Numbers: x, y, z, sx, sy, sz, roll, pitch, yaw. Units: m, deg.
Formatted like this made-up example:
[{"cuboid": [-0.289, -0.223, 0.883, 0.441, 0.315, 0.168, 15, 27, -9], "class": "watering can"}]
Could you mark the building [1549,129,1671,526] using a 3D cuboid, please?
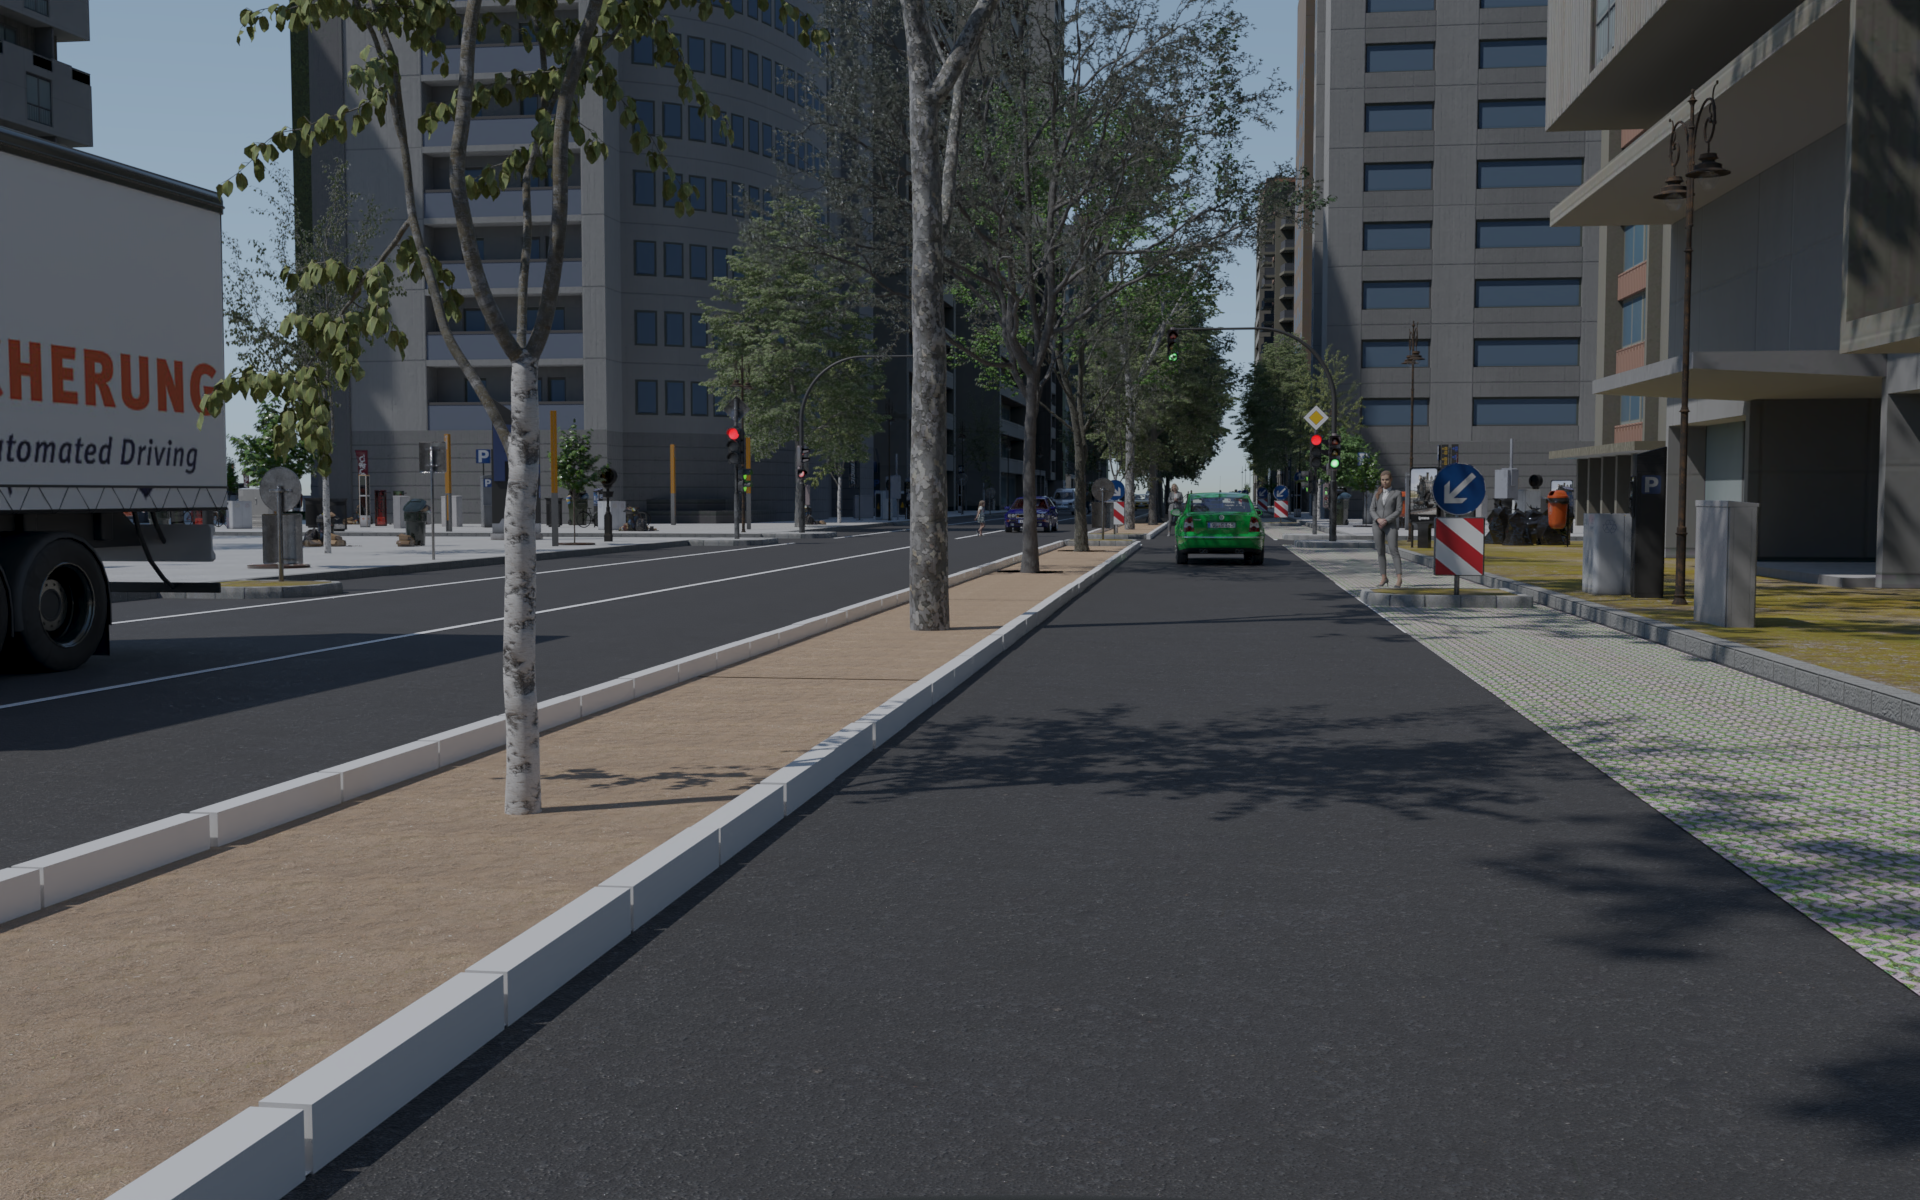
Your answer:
[{"cuboid": [37.680, -25.006, 63.479, 28.867, 44.769, 22.147, 1, 4, 8], "class": "building"}]

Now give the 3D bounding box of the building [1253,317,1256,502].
[{"cuboid": [54.274, -30.996, 278.477, 14.160, 30.474, 14.107, 1, 4, 8], "class": "building"}]

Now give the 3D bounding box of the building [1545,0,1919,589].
[{"cuboid": [23.331, -26.315, 19.491, 28.713, 52.752, 27.495, 1, 4, 8], "class": "building"}]

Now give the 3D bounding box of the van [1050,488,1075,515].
[{"cuboid": [7.258, -6.900, 119.819, 2.013, 2.044, 4.112, 1, 4, 9], "class": "van"}]

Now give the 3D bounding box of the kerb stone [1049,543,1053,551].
[{"cuboid": [2.134, -1.273, 43.004, 0.120, 0.150, 1.000, 1, 4, 8], "class": "kerb stone"}]

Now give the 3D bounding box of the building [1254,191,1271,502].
[{"cuboid": [55.261, -38.868, 259.190, 21.300, 48.544, 21.600, 1, 4, 8], "class": "building"}]

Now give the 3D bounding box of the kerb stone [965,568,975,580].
[{"cuboid": [0.083, -0.404, 28.796, 0.120, 0.150, 1.000, 1, 4, 8], "class": "kerb stone"}]

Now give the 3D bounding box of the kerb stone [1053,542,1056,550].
[{"cuboid": [2.282, -1.334, 44.016, 0.120, 0.150, 1.000, 1, 4, 8], "class": "kerb stone"}]

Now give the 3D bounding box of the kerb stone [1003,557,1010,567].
[{"cuboid": [0.821, -0.714, 33.872, 0.120, 0.150, 1.000, 1, 4, 8], "class": "kerb stone"}]

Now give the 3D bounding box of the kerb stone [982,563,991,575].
[{"cuboid": [0.384, -0.527, 30.828, 0.120, 0.150, 1.000, 1, 4, 8], "class": "kerb stone"}]

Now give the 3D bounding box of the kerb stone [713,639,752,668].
[{"cuboid": [-1.962, 0.466, 14.587, 0.120, 0.150, 1.000, 1, 4, 8], "class": "kerb stone"}]

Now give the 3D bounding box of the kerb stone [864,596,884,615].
[{"cuboid": [-1.091, 0.093, 20.672, 0.120, 0.150, 1.000, 1, 4, 8], "class": "kerb stone"}]

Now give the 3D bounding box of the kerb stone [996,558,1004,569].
[{"cuboid": [0.674, -0.647, 32.861, 0.120, 0.150, 1.000, 1, 4, 8], "class": "kerb stone"}]

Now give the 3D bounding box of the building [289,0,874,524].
[{"cuboid": [-17.370, -33.277, 86.082, 21.231, 58.520, 28.212, 1, 4, 8], "class": "building"}]

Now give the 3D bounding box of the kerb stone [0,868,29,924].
[{"cuboid": [-3.280, 1.025, 5.444, 0.120, 0.150, 1.000, 1, 4, 8], "class": "kerb stone"}]

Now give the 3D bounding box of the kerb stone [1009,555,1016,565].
[{"cuboid": [0.956, -0.776, 34.885, 0.120, 0.150, 1.000, 1, 4, 8], "class": "kerb stone"}]

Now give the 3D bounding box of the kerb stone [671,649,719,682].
[{"cuboid": [-2.108, 0.527, 13.575, 0.120, 0.150, 1.000, 1, 4, 8], "class": "kerb stone"}]

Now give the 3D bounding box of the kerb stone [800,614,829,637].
[{"cuboid": [-1.529, 0.283, 17.624, 0.120, 0.150, 1.000, 1, 4, 8], "class": "kerb stone"}]

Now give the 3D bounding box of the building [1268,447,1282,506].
[{"cuboid": [45.077, -53.317, 184.408, 22.319, 86.520, 31.000, 1, 4, 8], "class": "building"}]

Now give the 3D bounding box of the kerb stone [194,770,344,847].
[{"cuboid": [-2.979, 0.900, 7.482, 0.120, 0.150, 1.000, 1, 4, 8], "class": "kerb stone"}]

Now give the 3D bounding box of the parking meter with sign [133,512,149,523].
[{"cuboid": [-35.968, -4.929, 76.845, 0.543, 3.016, 1.738, 1, 4, 16], "class": "parking meter with sign"}]

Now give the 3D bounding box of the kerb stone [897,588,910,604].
[{"cuboid": [-0.789, -0.031, 22.701, 0.120, 0.150, 1.000, 1, 4, 8], "class": "kerb stone"}]

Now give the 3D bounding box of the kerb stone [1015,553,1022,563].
[{"cuboid": [1.111, -0.839, 35.905, 0.120, 0.150, 1.000, 1, 4, 8], "class": "kerb stone"}]

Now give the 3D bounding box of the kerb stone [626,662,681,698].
[{"cuboid": [-2.254, 0.589, 12.564, 0.120, 0.150, 1.000, 1, 4, 8], "class": "kerb stone"}]

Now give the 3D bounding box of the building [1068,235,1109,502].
[{"cuboid": [15.572, -35.716, 267.558, 14.154, 41.232, 14.086, 1, 4, 8], "class": "building"}]

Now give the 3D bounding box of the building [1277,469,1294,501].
[{"cuboid": [40.300, -44.095, 159.197, 20.563, 71.187, 20.611, 1, 4, 8], "class": "building"}]

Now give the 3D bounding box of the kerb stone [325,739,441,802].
[{"cuboid": [-2.837, 0.839, 8.503, 0.120, 0.150, 1.000, 1, 4, 8], "class": "kerb stone"}]

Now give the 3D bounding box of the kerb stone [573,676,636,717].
[{"cuboid": [-2.400, 0.654, 11.550, 0.120, 0.150, 1.000, 1, 4, 8], "class": "kerb stone"}]

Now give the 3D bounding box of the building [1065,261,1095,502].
[{"cuboid": [2.922, -34.127, 249.865, 32.217, 40.220, 23.993, 1, 4, 8], "class": "building"}]

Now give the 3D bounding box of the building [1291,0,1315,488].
[{"cuboid": [34.993, -30.145, 142.975, 14.600, 45.320, 14.200, 1, 4, 8], "class": "building"}]

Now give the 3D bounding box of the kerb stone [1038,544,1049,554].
[{"cuboid": [1.989, -1.210, 41.979, 0.120, 0.150, 1.000, 1, 4, 8], "class": "kerb stone"}]

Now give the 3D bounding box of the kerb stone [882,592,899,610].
[{"cuboid": [-0.939, 0.031, 21.690, 0.120, 0.150, 1.000, 1, 4, 8], "class": "kerb stone"}]

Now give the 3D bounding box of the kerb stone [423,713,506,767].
[{"cuboid": [-2.696, 0.776, 9.515, 0.120, 0.150, 1.000, 1, 4, 8], "class": "kerb stone"}]

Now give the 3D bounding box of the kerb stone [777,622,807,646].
[{"cuboid": [-1.669, 0.348, 16.611, 0.120, 0.150, 1.000, 1, 4, 8], "class": "kerb stone"}]

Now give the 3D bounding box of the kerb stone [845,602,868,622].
[{"cuboid": [-1.235, 0.155, 19.655, 0.120, 0.150, 1.000, 1, 4, 8], "class": "kerb stone"}]

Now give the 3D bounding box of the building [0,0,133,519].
[{"cuboid": [-57.521, -29.882, 77.806, 27.495, 52.752, 28.713, 1, 4, 8], "class": "building"}]

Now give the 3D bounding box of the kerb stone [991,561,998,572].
[{"cuboid": [0.527, -0.590, 31.849, 0.120, 0.150, 1.000, 1, 4, 8], "class": "kerb stone"}]

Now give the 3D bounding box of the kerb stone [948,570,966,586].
[{"cuboid": [-0.066, -0.337, 27.776, 0.120, 0.150, 1.000, 1, 4, 8], "class": "kerb stone"}]

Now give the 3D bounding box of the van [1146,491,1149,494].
[{"cuboid": [22.675, -12.116, 205.102, 2.013, 2.044, 4.112, 0, 4, 7], "class": "van"}]

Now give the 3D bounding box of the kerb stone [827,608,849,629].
[{"cuboid": [-1.383, 0.224, 18.637, 0.120, 0.150, 1.000, 1, 4, 8], "class": "kerb stone"}]

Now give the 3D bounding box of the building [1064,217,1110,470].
[{"cuboid": [16.906, -38.617, 281.504, 14.600, 45.320, 14.200, 1, 4, 8], "class": "building"}]

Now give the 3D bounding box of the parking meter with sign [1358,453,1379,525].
[{"cuboid": [17.452, -4.719, 73.412, 0.543, 3.016, 1.738, 3, 4, 37], "class": "parking meter with sign"}]

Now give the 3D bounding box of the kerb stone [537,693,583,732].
[{"cuboid": [-2.547, 0.714, 10.537, 0.120, 0.150, 1.000, 1, 4, 8], "class": "kerb stone"}]

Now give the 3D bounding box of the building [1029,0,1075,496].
[{"cuboid": [5.197, -48.187, 226.104, 20.563, 71.187, 20.611, 1, 4, 8], "class": "building"}]

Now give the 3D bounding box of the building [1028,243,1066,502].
[{"cuboid": [4.503, -26.007, 196.916, 14.160, 30.474, 14.107, 1, 4, 8], "class": "building"}]

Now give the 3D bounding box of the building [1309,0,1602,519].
[{"cuboid": [31.334, -34.169, 100.659, 21.231, 58.520, 28.212, 1, 4, 8], "class": "building"}]

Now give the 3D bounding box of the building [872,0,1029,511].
[{"cuboid": [-6.003, -31.808, 143.770, 21.300, 48.544, 21.600, 1, 4, 8], "class": "building"}]

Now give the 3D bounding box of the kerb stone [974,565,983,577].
[{"cuboid": [0.229, -0.463, 29.807, 0.120, 0.150, 1.000, 1, 4, 8], "class": "kerb stone"}]

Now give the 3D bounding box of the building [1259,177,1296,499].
[{"cuboid": [51.869, -35.414, 233.639, 22.147, 44.769, 28.867, 1, 4, 8], "class": "building"}]

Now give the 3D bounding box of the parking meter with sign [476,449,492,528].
[{"cuboid": [-18.228, -4.305, 66.652, 0.543, 3.016, 1.738, -1, 4, -22], "class": "parking meter with sign"}]

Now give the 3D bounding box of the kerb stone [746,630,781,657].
[{"cuboid": [-1.815, 0.407, 15.599, 0.120, 0.150, 1.000, 1, 4, 8], "class": "kerb stone"}]

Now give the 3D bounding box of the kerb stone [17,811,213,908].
[{"cuboid": [-3.137, 0.963, 6.456, 0.120, 0.150, 1.000, 1, 4, 8], "class": "kerb stone"}]

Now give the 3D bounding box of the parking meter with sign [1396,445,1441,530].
[{"cuboid": [16.197, -4.002, 61.689, 1.738, 3.016, 0.543, 1, 4, 12], "class": "parking meter with sign"}]
